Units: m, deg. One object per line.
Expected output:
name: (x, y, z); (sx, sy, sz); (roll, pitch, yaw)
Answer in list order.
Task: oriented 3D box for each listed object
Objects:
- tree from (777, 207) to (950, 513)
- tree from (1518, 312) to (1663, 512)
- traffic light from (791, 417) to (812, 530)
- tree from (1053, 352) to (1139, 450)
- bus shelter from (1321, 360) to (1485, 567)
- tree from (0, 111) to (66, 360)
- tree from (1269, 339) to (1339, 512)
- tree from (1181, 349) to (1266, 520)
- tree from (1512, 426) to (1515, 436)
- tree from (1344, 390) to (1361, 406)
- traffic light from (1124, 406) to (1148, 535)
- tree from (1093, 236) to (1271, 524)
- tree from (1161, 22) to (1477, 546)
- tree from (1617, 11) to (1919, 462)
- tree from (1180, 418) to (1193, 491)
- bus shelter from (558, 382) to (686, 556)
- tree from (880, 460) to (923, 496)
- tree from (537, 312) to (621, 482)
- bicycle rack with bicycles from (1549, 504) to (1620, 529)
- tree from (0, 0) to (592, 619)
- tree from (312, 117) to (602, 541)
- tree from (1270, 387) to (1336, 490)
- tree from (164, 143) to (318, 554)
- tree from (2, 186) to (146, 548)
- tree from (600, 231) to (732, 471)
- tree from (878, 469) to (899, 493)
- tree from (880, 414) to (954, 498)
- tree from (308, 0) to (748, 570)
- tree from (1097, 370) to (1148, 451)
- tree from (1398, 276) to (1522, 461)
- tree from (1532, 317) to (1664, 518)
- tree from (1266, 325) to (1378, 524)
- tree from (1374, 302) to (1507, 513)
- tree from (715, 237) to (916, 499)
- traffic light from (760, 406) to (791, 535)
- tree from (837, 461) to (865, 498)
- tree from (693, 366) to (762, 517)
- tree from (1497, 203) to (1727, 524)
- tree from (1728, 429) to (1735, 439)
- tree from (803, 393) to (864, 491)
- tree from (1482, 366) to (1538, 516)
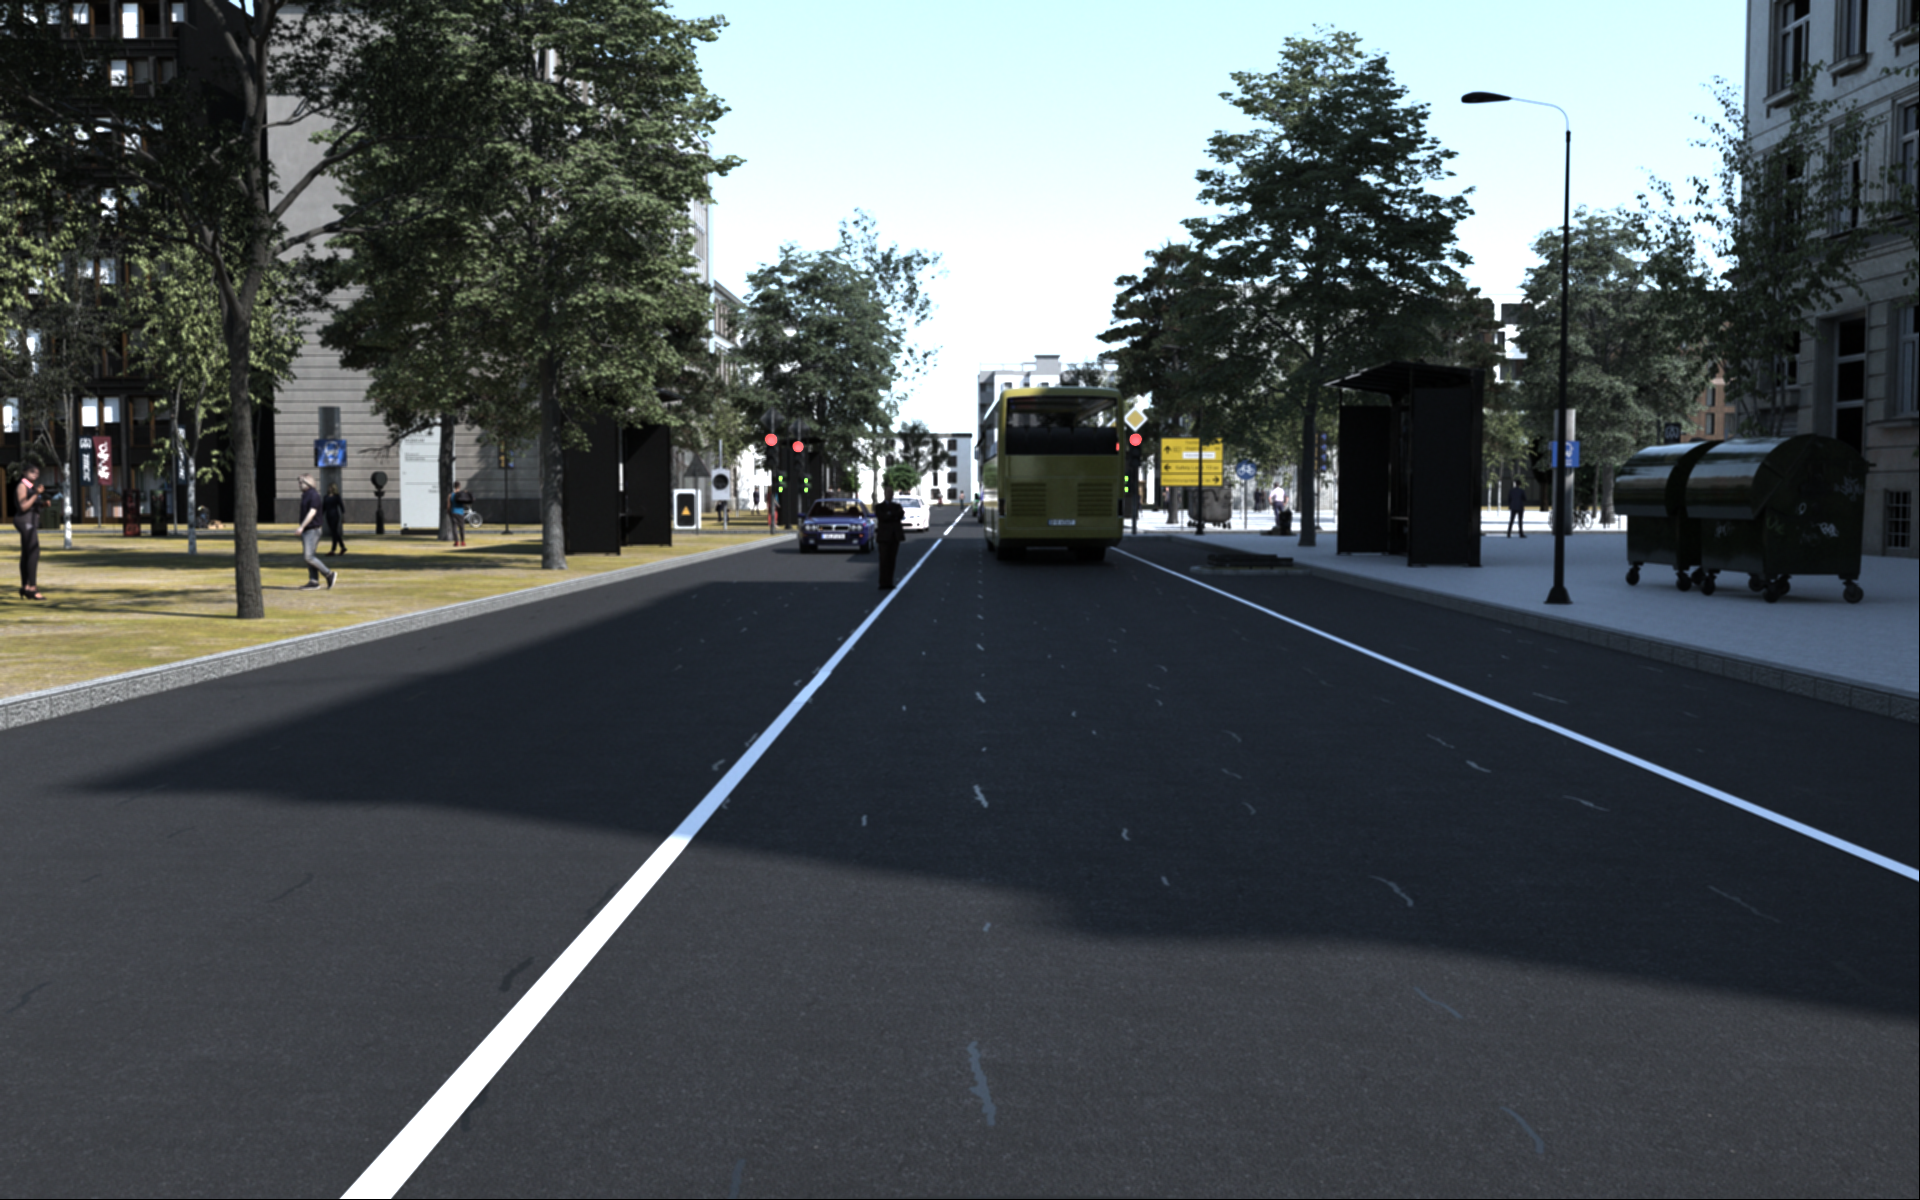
tree: (-6.888, -15.995, 117.415); (12.611, 20.169, 13.585); (0, 3, 0)
tree: (47.572, -13.790, 127.279); (13.155, 14.587, 18.604); (1, 4, 16)
traffic light: (-5.795, -4.484, 62.564); (0.839, 4.213, 0.868); (0, 4, 1)
tree: (9.042, -10.960, 113.611); (8.767, 10.594, 7.601); (-2, 4, -27)
bus shelter: (8.442, -2.582, 33.495); (1.731, 3.624, 6.357); (0, 4, 1)
tree: (-16.357, -4.767, 28.311); (4.737, 8.622, 4.395); (0, 3, 0)
tree: (23.671, -12.140, 120.538); (6.751, 12.117, 7.091); (0, 3, 0)
tree: (13.794, -8.236, 85.021); (4.737, 8.622, 4.395); (0, 3, 0)
tree: (36.328, -10.310, 118.933); (4.360, 8.622, 3.978); (0, 3, 0)
tree: (32.460, -12.610, 131.923); (9.928, 11.665, 9.643); (0, 3, 0)
traffic light: (5.472, -3.989, 54.463); (0.839, 4.213, 0.868); (0, 4, 1)
tree: (9.187, -9.270, 73.618); (6.751, 12.117, 7.091); (0, 3, 0)
tree: (8.974, -7.591, 42.247); (7.486, 12.596, 7.792); (0, 3, 0)
tree: (13.467, -4.823, 29.214); (4.737, 8.622, 4.395); (0, 3, 0)
tree: (17.795, -10.883, 128.291); (4.360, 8.622, 3.978); (0, 3, 0)
bus shelter: (-7.577, -2.929, 39.167); (1.731, 3.624, 6.357); (0, 4, 1)
tree: (-6.126, -11.329, 168.935); (4.285, 4.588, 4.351); (0, 3, 0)
tree: (-14.291, -6.991, 64.663); (4.360, 8.622, 3.978); (0, 3, 0)
bicycle rack with bicycles: (23.192, -3.103, 64.120); (2.852, 0.926, 2.925); (1, 4, 10)
tree: (-7.524, -5.070, 17.300); (8.767, 10.594, 7.601); (2, 4, 29)
tree: (-13.970, -7.637, 46.926); (6.751, 12.117, 7.091); (0, 3, 0)
tree: (21.180, -9.545, 106.427); (4.360, 8.622, 3.978); (0, 3, 0)
tree: (-16.352, -5.298, 36.984); (4.737, 8.622, 4.395); (0, 3, 0)
tree: (-21.432, -5.537, 40.896); (4.360, 8.622, 3.978); (0, 3, 0)
tree: (-12.769, -9.144, 71.566); (6.751, 12.117, 7.091); (0, 3, 0)
tree: (-5.498, -8.615, 135.462); (1.663, 3.219, 1.824); (0, 3, 0)
tree: (-4.699, -16.997, 212.308); (8.767, 10.594, 7.601); (2, 4, 29)
tree: (-7.144, -6.774, 28.875); (7.486, 12.596, 7.792); (0, 3, 0)
tree: (9.185, -9.197, 100.740); (4.737, 8.622, 4.395); (0, 3, 0)
tree: (24.303, -10.026, 85.977); (6.751, 12.117, 7.091); (0, 3, 0)
tree: (33.749, -9.574, 90.944); (7.601, 10.594, 8.767); (0, 4, -2)
tree: (16.179, -7.544, 73.705); (4.737, 8.622, 4.395); (0, 3, 0)
tree: (18.110, -7.115, 66.686); (4.360, 8.622, 3.978); (0, 3, 0)
tree: (-7.065, -10.911, 85.047); (9.857, 13.997, 8.962); (0, 3, 0)
traffic light: (-5.889, -3.996, 54.579); (0.839, 4.213, 0.868); (0, 4, 1)
tree: (-6.113, -6.438, 99.864); (1.663, 3.219, 1.824); (0, 3, 0)
tree: (-14.016, -9.297, 102.360); (4.737, 8.622, 4.395); (0, 3, 0)
tree: (28.060, -10.282, 74.761); (9.857, 13.997, 8.962); (0, 3, 0)
tree: (56.553, -8.730, 105.648); (20.602, 7.101, 11.467); (3, 4, 37)
tree: (-7.791, -9.504, 105.749); (4.360, 8.622, 3.978); (0, 3, 0)
tree: (30.769, -9.119, 99.458); (4.737, 8.622, 4.395); (0, 3, 0)
